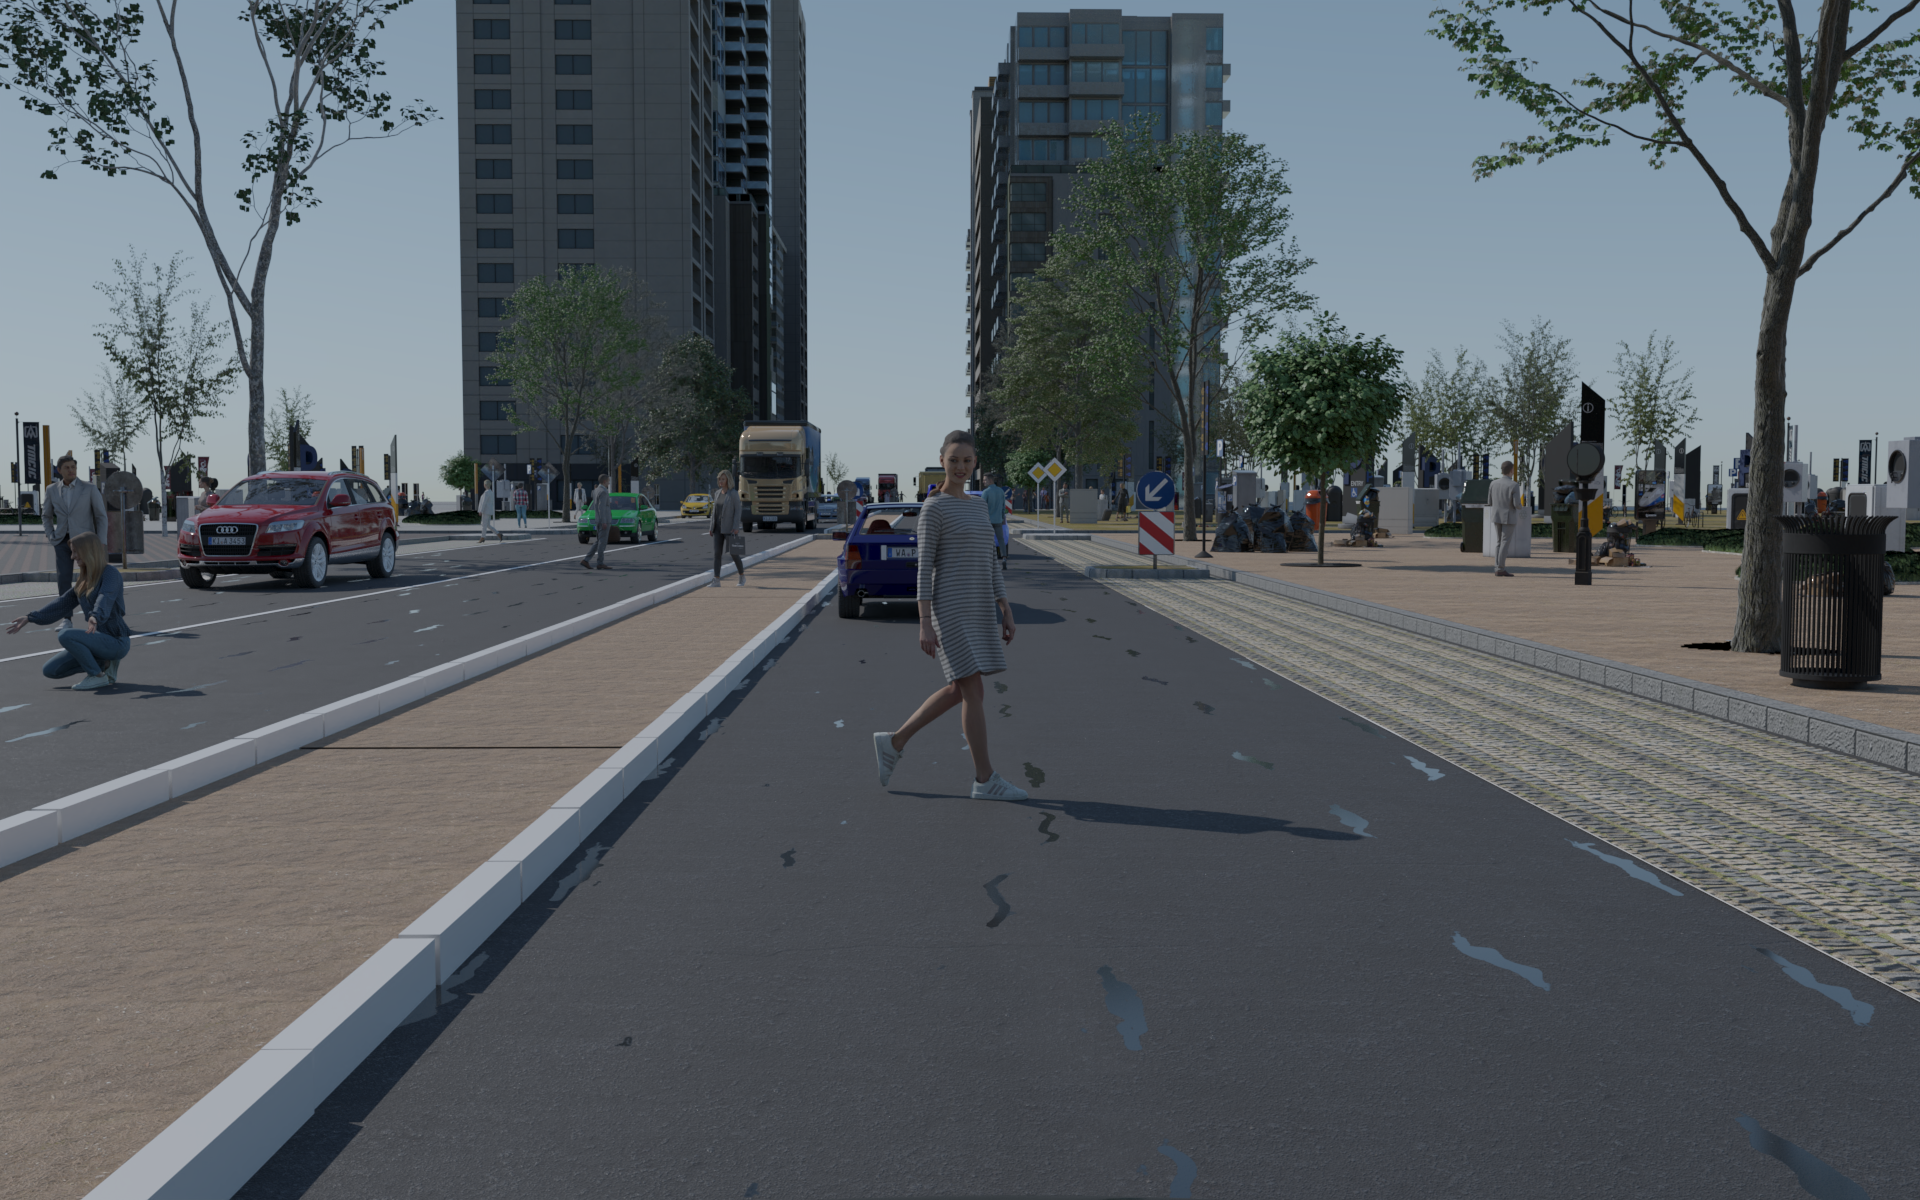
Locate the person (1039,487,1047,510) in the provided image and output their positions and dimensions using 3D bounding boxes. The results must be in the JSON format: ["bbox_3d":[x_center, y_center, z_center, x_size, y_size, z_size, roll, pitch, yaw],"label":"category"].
[{"bbox_3d":[6.872,-8.369,142.750,0.709,1.838,0.599,1,4,14],"label":"person"}]

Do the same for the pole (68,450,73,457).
[{"bbox_3d":[-41.193,-5.288,80.295,0.158,3.312,0.155,0,3,0],"label":"pole"}]

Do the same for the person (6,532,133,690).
[{"bbox_3d":[-6.469,0.075,12.770,1.012,1.151,0.738,3,5,44],"label":"person"}]

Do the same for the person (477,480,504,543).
[{"bbox_3d":[-13.651,-2.562,50.270,0.818,1.842,0.514,-1,4,-20],"label":"person"}]

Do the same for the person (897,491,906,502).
[{"bbox_3d":[-7.233,-12.570,214.023,1.348,1.824,0.705,-1,4,-11],"label":"person"}]

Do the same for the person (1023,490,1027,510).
[{"bbox_3d":[5.412,-8.218,141.875,0.593,1.643,0.415,1,4,16],"label":"person"}]

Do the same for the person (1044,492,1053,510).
[{"bbox_3d":[7.173,-8.085,141.490,0.557,1.426,1.065,3,5,45],"label":"person"}]

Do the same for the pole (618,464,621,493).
[{"bbox_3d":[-22.039,-7.243,112.267,0.158,3.312,0.155,0,3,0],"label":"pole"}]

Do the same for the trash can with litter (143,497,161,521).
[{"bbox_3d":[-38.414,-4.319,81.999,1.055,1.170,0.624,-2,4,-28],"label":"trash can with litter"}]

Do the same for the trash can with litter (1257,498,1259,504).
[{"bbox_3d":[19.290,-6.130,111.286,1.678,1.210,2.233,0,4,8],"label":"trash can with litter"}]

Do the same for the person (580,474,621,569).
[{"bbox_3d":[-6.824,-1.496,33.080,0.853,1.813,0.709,-2,4,-32],"label":"person"}]

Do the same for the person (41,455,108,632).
[{"bbox_3d":[-9.371,-0.613,18.369,0.661,1.843,0.795,-1,4,-8],"label":"person"}]

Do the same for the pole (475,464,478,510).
[{"bbox_3d":[-32.259,-7.442,115.522,0.158,3.312,0.155,0,3,0],"label":"pole"}]

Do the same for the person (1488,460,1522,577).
[{"bbox_3d":[8.559,-1.270,27.014,0.583,1.804,0.606,-3,4,-38],"label":"person"}]

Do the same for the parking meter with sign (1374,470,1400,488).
[{"bbox_3d":[16.951,-4.560,70.820,1.738,3.016,0.543,-1,4,-13],"label":"parking meter with sign"}]

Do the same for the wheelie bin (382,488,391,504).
[{"bbox_3d":[-44.022,-7.733,134.345,0.980,1.594,0.693,1,4,13],"label":"wheelie bin"}]

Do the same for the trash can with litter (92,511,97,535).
[{"bbox_3d":[-27.231,-2.665,54.967,1.055,1.170,0.624,-1,4,-9],"label":"trash can with litter"}]

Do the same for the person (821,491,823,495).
[{"bbox_3d":[-14.082,-10.126,174.617,0.990,1.755,0.434,-3,5,-40],"label":"person"}]

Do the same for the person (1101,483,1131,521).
[{"bbox_3d":[7.391,-4.607,81.584,0.699,1.804,1.509,-3,4,-36],"label":"person"}]

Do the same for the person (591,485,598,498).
[{"bbox_3d":[-19.794,-5.358,93.922,0.520,1.790,0.573,-3,5,-39],"label":"person"}]

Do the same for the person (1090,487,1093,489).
[{"bbox_3d":[7.907,-6.077,106.073,0.598,1.740,0.731,-1,4,-10],"label":"person"}]

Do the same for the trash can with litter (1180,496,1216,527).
[{"bbox_3d":[9.458,-3.425,67.051,2.233,1.210,1.678,1,4,13],"label":"trash can with litter"}]

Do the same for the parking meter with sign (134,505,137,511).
[{"bbox_3d":[-48.989,-6.406,101.006,1.738,3.016,0.543,-3,5,-42],"label":"parking meter with sign"}]

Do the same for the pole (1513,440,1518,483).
[{"bbox_3d":[20.941,-4.371,65.306,0.158,3.312,0.155,0,3,0],"label":"pole"}]

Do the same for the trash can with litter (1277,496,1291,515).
[{"bbox_3d":[20.189,-5.940,108.178,1.678,1.210,2.233,2,4,34],"label":"trash can with litter"}]

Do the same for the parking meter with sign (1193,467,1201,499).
[{"bbox_3d":[15.431,-7.067,111.810,0.543,3.016,1.738,-2,4,-31],"label":"parking meter with sign"}]

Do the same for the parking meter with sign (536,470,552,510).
[{"bbox_3d":[-30.340,-7.923,125.805,0.543,3.016,1.738,2,4,25],"label":"parking meter with sign"}]

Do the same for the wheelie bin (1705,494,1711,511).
[{"bbox_3d":[58.235,-7.734,134.362,0.693,1.594,0.980,2,4,35],"label":"wheelie bin"}]

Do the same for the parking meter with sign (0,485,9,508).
[{"bbox_3d":[-75.061,-8.473,134.787,1.738,3.016,0.543,-3,5,-43],"label":"parking meter with sign"}]

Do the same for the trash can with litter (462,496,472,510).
[{"bbox_3d":[-28.185,-5.392,99.551,0.624,1.170,1.055,-3,5,-42],"label":"trash can with litter"}]

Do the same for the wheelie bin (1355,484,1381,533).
[{"bbox_3d":[12.518,-2.764,53.095,0.693,1.594,0.980,0,4,1],"label":"wheelie bin"}]

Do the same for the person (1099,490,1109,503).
[{"bbox_3d":[7.324,-4.858,88.073,0.503,1.515,0.523,0,4,0],"label":"person"}]

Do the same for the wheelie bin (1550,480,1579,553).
[{"bbox_3d":[13.391,-1.839,37.968,0.693,1.594,0.980,-2,4,-32],"label":"wheelie bin"}]

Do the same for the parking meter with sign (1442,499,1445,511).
[{"bbox_3d":[35.432,-8.053,127.922,1.738,3.016,0.543,1,4,10],"label":"parking meter with sign"}]

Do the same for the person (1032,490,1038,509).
[{"bbox_3d":[6.234,-8.405,144.189,0.721,1.735,1.217,-1,4,-22],"label":"person"}]

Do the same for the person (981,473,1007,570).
[{"bbox_3d":[0.614,-1.506,32.990,0.638,1.841,0.748,-1,4,-19],"label":"person"}]

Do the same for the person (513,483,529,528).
[{"bbox_3d":[-16.704,-3.609,65.886,0.563,1.720,0.643,-1,4,-13],"label":"person"}]

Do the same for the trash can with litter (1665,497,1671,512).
[{"bbox_3d":[51.317,-6.944,124.586,1.678,1.210,2.233,1,4,20],"label":"trash can with litter"}]

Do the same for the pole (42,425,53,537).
[{"bbox_3d":[-26.941,-3.505,51.149,0.158,3.312,0.155,0,3,0],"label":"pole"}]

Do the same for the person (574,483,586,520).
[{"bbox_3d":[-18.624,-4.821,84.740,0.514,1.842,0.818,-3,5,-40],"label":"person"}]

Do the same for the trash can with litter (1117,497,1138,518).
[{"bbox_3d":[9.065,-4.938,91.796,1.678,1.210,2.233,3,5,42],"label":"trash can with litter"}]

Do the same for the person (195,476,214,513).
[{"bbox_3d":[-14.638,-1.508,33.504,0.599,1.781,0.374,3,4,38],"label":"person"}]

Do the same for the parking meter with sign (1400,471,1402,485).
[{"bbox_3d":[33.085,-8.210,130.492,0.543,3.016,1.738,0,3,0],"label":"parking meter with sign"}]

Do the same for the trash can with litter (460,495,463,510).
[{"bbox_3d":[-34.806,-6.789,122.049,1.678,1.210,2.233,1,4,11],"label":"trash can with litter"}]

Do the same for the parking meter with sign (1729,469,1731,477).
[{"bbox_3d":[53.427,-7.527,119.332,0.543,3.016,1.738,3,4,37],"label":"parking meter with sign"}]

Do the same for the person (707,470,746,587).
[{"bbox_3d":[-3.519,-1.093,26.555,0.709,1.800,0.728,3,4,37],"label":"person"}]

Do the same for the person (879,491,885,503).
[{"bbox_3d":[-8.265,-10.917,187.513,1.217,1.766,0.721,0,4,2],"label":"person"}]

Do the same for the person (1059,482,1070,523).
[{"bbox_3d":[4.624,-4.308,76.654,0.511,1.800,0.466,0,4,-7],"label":"person"}]

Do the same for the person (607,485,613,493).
[{"bbox_3d":[-17.915,-5.067,89.059,0.590,1.801,0.661,-1,4,-15],"label":"person"}]

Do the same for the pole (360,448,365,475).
[{"bbox_3d":[-26.506,-5.077,76.848,0.158,3.312,0.155,0,3,0],"label":"pole"}]

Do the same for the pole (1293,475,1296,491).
[{"bbox_3d":[23.476,-7.808,121.511,0.158,3.312,0.155,0,3,0],"label":"pole"}]

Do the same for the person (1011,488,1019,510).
[{"bbox_3d":[4.486,-8.183,140.370,0.750,1.759,0.617,0,4,-2],"label":"person"}]

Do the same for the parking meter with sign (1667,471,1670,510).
[{"bbox_3d":[53.269,-8.329,132.433,1.738,3.016,0.543,1,4,10],"label":"parking meter with sign"}]

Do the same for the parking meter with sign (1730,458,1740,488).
[{"bbox_3d":[37.736,-5.355,83.821,0.543,3.016,1.738,2,4,26],"label":"parking meter with sign"}]

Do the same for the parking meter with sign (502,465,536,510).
[{"bbox_3d":[-26.215,-6.497,102.488,1.738,3.016,0.543,-3,4,-38],"label":"parking meter with sign"}]

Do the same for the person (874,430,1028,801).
[{"bbox_3d":[-0.053,0.066,8.167,0.760,1.731,0.466,1,4,9],"label":"person"}]

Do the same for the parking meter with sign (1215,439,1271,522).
[{"bbox_3d":[9.131,-3.621,55.466,1.738,3.016,0.543,-1,4,-12],"label":"parking meter with sign"}]

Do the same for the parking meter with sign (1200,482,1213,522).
[{"bbox_3d":[11.918,-5.018,78.306,1.738,3.016,0.543,0,4,-6],"label":"parking meter with sign"}]
